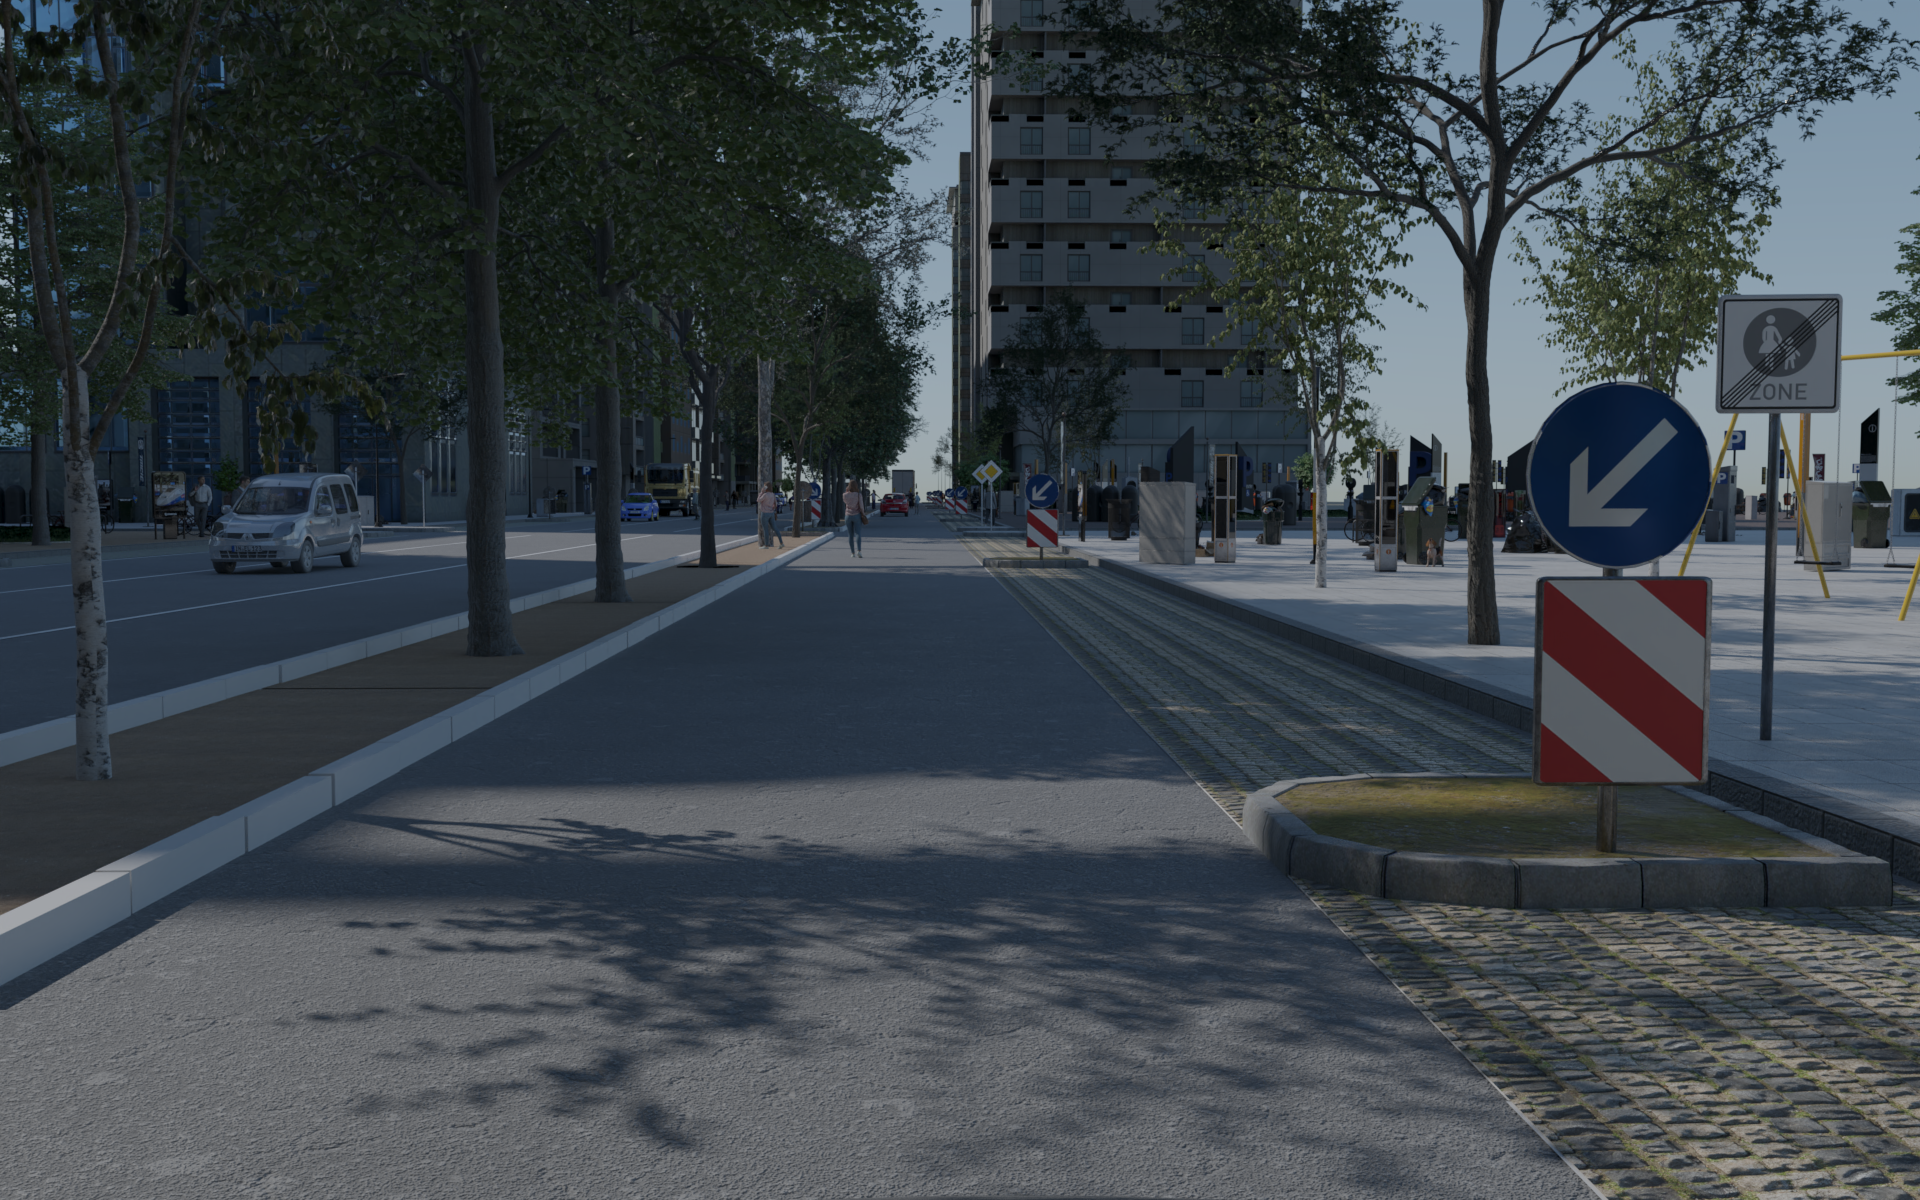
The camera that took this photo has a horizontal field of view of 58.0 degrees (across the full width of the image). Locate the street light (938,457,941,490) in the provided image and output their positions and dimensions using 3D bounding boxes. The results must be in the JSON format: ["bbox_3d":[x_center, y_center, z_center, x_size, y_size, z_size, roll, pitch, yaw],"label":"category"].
[{"bbox_3d":[-1.810,-14.995,217.715,1.470,5.913,1.316,0,4,-2],"label":"street light"}]

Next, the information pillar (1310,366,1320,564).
[{"bbox_3d":[6.512,-2.465,31.661,0.183,3.616,0.504,1,4,13],"label":"information pillar"}]

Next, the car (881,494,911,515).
[{"bbox_3d":[-4.429,-6.721,118.922,2.155,1.783,4.494,0,4,-2],"label":"car"}]

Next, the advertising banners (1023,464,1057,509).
[{"bbox_3d":[4.574,-6.262,98.564,2.074,3.025,0.090,-1,4,-11],"label":"advertising banners"}]

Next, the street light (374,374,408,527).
[{"bbox_3d":[-21.987,-5.773,66.934,1.470,5.913,1.316,0,4,-2],"label":"street light"}]

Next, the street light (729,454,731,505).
[{"bbox_3d":[-25.611,-13.681,196.222,1.470,5.913,1.316,0,4,-2],"label":"street light"}]

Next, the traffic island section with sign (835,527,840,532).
[{"bbox_3d":[-5.593,-3.560,66.344,2.006,1.907,1.989,0,4,-2],"label":"traffic island section with sign"}]

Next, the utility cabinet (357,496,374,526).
[{"bbox_3d":[-24.165,-3.600,70.019,0.306,1.237,1.020,2,4,28],"label":"utility cabinet"}]

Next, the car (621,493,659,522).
[{"bbox_3d":[-16.897,-4.993,91.222,1.945,1.707,3.694,0,4,-3],"label":"car"}]

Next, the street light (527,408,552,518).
[{"bbox_3d":[-22.705,-7.397,93.478,1.470,5.913,1.316,0,4,-2],"label":"street light"}]

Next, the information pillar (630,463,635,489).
[{"bbox_3d":[-24.438,-8.428,129.154,0.183,3.616,0.504,-3,5,-41],"label":"information pillar"}]

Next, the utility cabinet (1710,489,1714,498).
[{"bbox_3d":[35.625,-4.467,81.708,1.173,1.500,0.318,-2,4,-24],"label":"utility cabinet"}]

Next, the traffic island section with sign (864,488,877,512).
[{"bbox_3d":[-7.660,-8.154,141.454,2.006,1.907,1.989,0,4,-2],"label":"traffic island section with sign"}]

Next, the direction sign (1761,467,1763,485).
[{"bbox_3d":[67.100,-9.301,144.074,0.876,3.537,0.379,0,4,0],"label":"direction sign"}]

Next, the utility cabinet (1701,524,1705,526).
[{"bbox_3d":[29.504,-3.588,69.821,1.020,1.237,0.306,2,4,30],"label":"utility cabinet"}]

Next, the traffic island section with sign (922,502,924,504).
[{"bbox_3d":[-2.915,-11.327,193.815,1.989,1.847,2.006,0,4,-2],"label":"traffic island section with sign"}]

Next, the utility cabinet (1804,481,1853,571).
[{"bbox_3d":[14.506,-1.237,28.901,1.173,1.500,0.318,-3,5,-42],"label":"utility cabinet"}]

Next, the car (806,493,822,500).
[{"bbox_3d":[-10.920,-7.719,135.244,2.155,1.783,4.494,0,4,-2],"label":"car"}]

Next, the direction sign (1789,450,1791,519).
[{"bbox_3d":[42.270,-5.898,88.425,0.379,3.537,0.876,1,4,16],"label":"direction sign"}]

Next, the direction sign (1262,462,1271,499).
[{"bbox_3d":[21.954,-8.076,124.032,0.876,3.537,0.379,-2,4,-34],"label":"direction sign"}]

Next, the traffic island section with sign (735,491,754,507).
[{"bbox_3d":[-24.038,-11.292,193.248,1.989,1.847,2.006,0,4,-2],"label":"traffic island section with sign"}]

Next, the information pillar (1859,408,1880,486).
[{"bbox_3d":[24.797,-3.418,47.238,0.183,3.616,0.504,-2,4,-35],"label":"information pillar"}]

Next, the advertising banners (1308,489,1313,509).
[{"bbox_3d":[27.051,-8.358,132.841,0.090,3.025,2.074,-2,4,-24],"label":"advertising banners"}]

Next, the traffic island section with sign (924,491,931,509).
[{"bbox_3d":[-2.178,-9.678,166.870,1.989,1.847,2.006,0,4,-2],"label":"traffic island section with sign"}]

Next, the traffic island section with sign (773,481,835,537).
[{"bbox_3d":[-5.400,-3.107,58.939,2.006,1.907,1.989,0,4,-2],"label":"traffic island section with sign"}]

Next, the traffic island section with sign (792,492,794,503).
[{"bbox_3d":[-26.248,-16.254,274.385,1.989,1.847,2.006,0,4,-2],"label":"traffic island section with sign"}]

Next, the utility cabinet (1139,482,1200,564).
[{"bbox_3d":[3.812,-1.414,31.793,0.318,1.500,1.173,-3,4,-38],"label":"utility cabinet"}]

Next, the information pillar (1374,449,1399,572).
[{"bbox_3d":[7.027,-1.470,28.529,0.304,2.012,0.304,0,4,-3],"label":"information pillar"}]

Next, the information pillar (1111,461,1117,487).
[{"bbox_3d":[10.516,-7.802,118.913,0.504,3.616,0.183,1,4,16],"label":"information pillar"}]

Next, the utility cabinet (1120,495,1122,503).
[{"bbox_3d":[10.316,-5.819,106.307,1.020,1.237,0.306,3,5,39],"label":"utility cabinet"}]

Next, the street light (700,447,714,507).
[{"bbox_3d":[-24.814,-12.057,169.680,1.470,5.913,1.316,0,4,-2],"label":"street light"}]

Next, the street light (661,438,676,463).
[{"bbox_3d":[-24.056,-10.403,142.629,1.470,5.913,1.316,0,4,-2],"label":"street light"}]

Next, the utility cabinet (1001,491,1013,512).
[{"bbox_3d":[3.348,-6.925,121.904,1.173,1.500,0.318,1,4,14],"label":"utility cabinet"}]

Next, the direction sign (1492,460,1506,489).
[{"bbox_3d":[35.612,-7.521,114.969,0.876,3.537,0.379,-2,4,-32],"label":"direction sign"}]

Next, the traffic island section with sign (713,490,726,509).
[{"bbox_3d":[-23.261,-9.586,165.365,1.989,1.847,2.006,0,4,-2],"label":"traffic island section with sign"}]

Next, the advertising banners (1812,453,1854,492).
[{"bbox_3d":[37.767,-4.793,74.553,2.074,3.025,0.090,1,4,14],"label":"advertising banners"}]

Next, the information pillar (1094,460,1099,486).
[{"bbox_3d":[9.346,-7.767,118.341,0.504,3.616,0.183,1,4,19],"label":"information pillar"}]

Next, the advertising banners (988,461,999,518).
[{"bbox_3d":[1.783,-5.969,93.782,0.090,3.025,2.074,1,4,16],"label":"advertising banners"}]

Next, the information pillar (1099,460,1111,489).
[{"bbox_3d":[9.864,-7.735,117.817,0.504,3.616,0.183,-3,5,-44],"label":"information pillar"}]

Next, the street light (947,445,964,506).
[{"bbox_3d":[-0.261,-11.697,163.793,1.470,5.913,1.316,0,4,-2],"label":"street light"}]

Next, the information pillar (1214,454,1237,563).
[{"bbox_3d":[4.940,-1.697,32.232,0.304,2.012,0.304,3,4,39],"label":"information pillar"}]

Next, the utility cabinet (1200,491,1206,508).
[{"bbox_3d":[15.488,-6.362,112.691,1.173,1.500,0.318,1,4,13],"label":"utility cabinet"}]

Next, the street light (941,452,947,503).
[{"bbox_3d":[-1.097,-13.338,190.618,1.470,5.913,1.316,0,4,-2],"label":"street light"}]

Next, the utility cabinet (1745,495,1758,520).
[{"bbox_3d":[40.063,-4.679,87.663,0.306,1.237,1.020,1,4,9],"label":"utility cabinet"}]

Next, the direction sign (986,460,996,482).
[{"bbox_3d":[2.072,-7.618,116.547,0.876,3.537,0.379,3,5,42],"label":"direction sign"}]

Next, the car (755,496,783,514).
[{"bbox_3d":[-13.961,-6.992,126.896,1.945,1.354,3.894,0,4,-1],"label":"car"}]

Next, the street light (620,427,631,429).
[{"bbox_3d":[-23.463,-9.020,120.021,1.470,5.913,1.316,0,4,-2],"label":"street light"}]

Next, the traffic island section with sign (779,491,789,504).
[{"bbox_3d":[-25.501,-14.586,247.106,1.989,1.847,2.006,0,4,-2],"label":"traffic island section with sign"}]

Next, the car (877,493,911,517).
[{"bbox_3d":[-4.207,-6.220,110.731,2.155,1.783,4.494,0,4,-2],"label":"car"}]

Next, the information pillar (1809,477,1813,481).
[{"bbox_3d":[35.811,-4.197,73.114,0.304,2.012,0.304,2,4,30],"label":"information pillar"}]

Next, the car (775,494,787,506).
[{"bbox_3d":[-21.649,-12.044,206.502,1.945,1.707,3.694,0,4,-1],"label":"car"}]

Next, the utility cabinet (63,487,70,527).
[{"bbox_3d":[-25.425,-2.504,49.611,0.318,1.500,1.173,-1,4,-20],"label":"utility cabinet"}]

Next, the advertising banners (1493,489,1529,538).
[{"bbox_3d":[15.860,-3.341,50.812,2.074,3.025,0.090,-2,4,-24],"label":"advertising banners"}]

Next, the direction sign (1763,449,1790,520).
[{"bbox_3d":[41.090,-5.822,87.184,0.876,3.537,0.379,-1,4,-10],"label":"direction sign"}]

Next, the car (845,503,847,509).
[{"bbox_3d":[-11.922,-9.660,169.743,2.131,1.459,4.920,0,4,-3],"label":"car"}]
